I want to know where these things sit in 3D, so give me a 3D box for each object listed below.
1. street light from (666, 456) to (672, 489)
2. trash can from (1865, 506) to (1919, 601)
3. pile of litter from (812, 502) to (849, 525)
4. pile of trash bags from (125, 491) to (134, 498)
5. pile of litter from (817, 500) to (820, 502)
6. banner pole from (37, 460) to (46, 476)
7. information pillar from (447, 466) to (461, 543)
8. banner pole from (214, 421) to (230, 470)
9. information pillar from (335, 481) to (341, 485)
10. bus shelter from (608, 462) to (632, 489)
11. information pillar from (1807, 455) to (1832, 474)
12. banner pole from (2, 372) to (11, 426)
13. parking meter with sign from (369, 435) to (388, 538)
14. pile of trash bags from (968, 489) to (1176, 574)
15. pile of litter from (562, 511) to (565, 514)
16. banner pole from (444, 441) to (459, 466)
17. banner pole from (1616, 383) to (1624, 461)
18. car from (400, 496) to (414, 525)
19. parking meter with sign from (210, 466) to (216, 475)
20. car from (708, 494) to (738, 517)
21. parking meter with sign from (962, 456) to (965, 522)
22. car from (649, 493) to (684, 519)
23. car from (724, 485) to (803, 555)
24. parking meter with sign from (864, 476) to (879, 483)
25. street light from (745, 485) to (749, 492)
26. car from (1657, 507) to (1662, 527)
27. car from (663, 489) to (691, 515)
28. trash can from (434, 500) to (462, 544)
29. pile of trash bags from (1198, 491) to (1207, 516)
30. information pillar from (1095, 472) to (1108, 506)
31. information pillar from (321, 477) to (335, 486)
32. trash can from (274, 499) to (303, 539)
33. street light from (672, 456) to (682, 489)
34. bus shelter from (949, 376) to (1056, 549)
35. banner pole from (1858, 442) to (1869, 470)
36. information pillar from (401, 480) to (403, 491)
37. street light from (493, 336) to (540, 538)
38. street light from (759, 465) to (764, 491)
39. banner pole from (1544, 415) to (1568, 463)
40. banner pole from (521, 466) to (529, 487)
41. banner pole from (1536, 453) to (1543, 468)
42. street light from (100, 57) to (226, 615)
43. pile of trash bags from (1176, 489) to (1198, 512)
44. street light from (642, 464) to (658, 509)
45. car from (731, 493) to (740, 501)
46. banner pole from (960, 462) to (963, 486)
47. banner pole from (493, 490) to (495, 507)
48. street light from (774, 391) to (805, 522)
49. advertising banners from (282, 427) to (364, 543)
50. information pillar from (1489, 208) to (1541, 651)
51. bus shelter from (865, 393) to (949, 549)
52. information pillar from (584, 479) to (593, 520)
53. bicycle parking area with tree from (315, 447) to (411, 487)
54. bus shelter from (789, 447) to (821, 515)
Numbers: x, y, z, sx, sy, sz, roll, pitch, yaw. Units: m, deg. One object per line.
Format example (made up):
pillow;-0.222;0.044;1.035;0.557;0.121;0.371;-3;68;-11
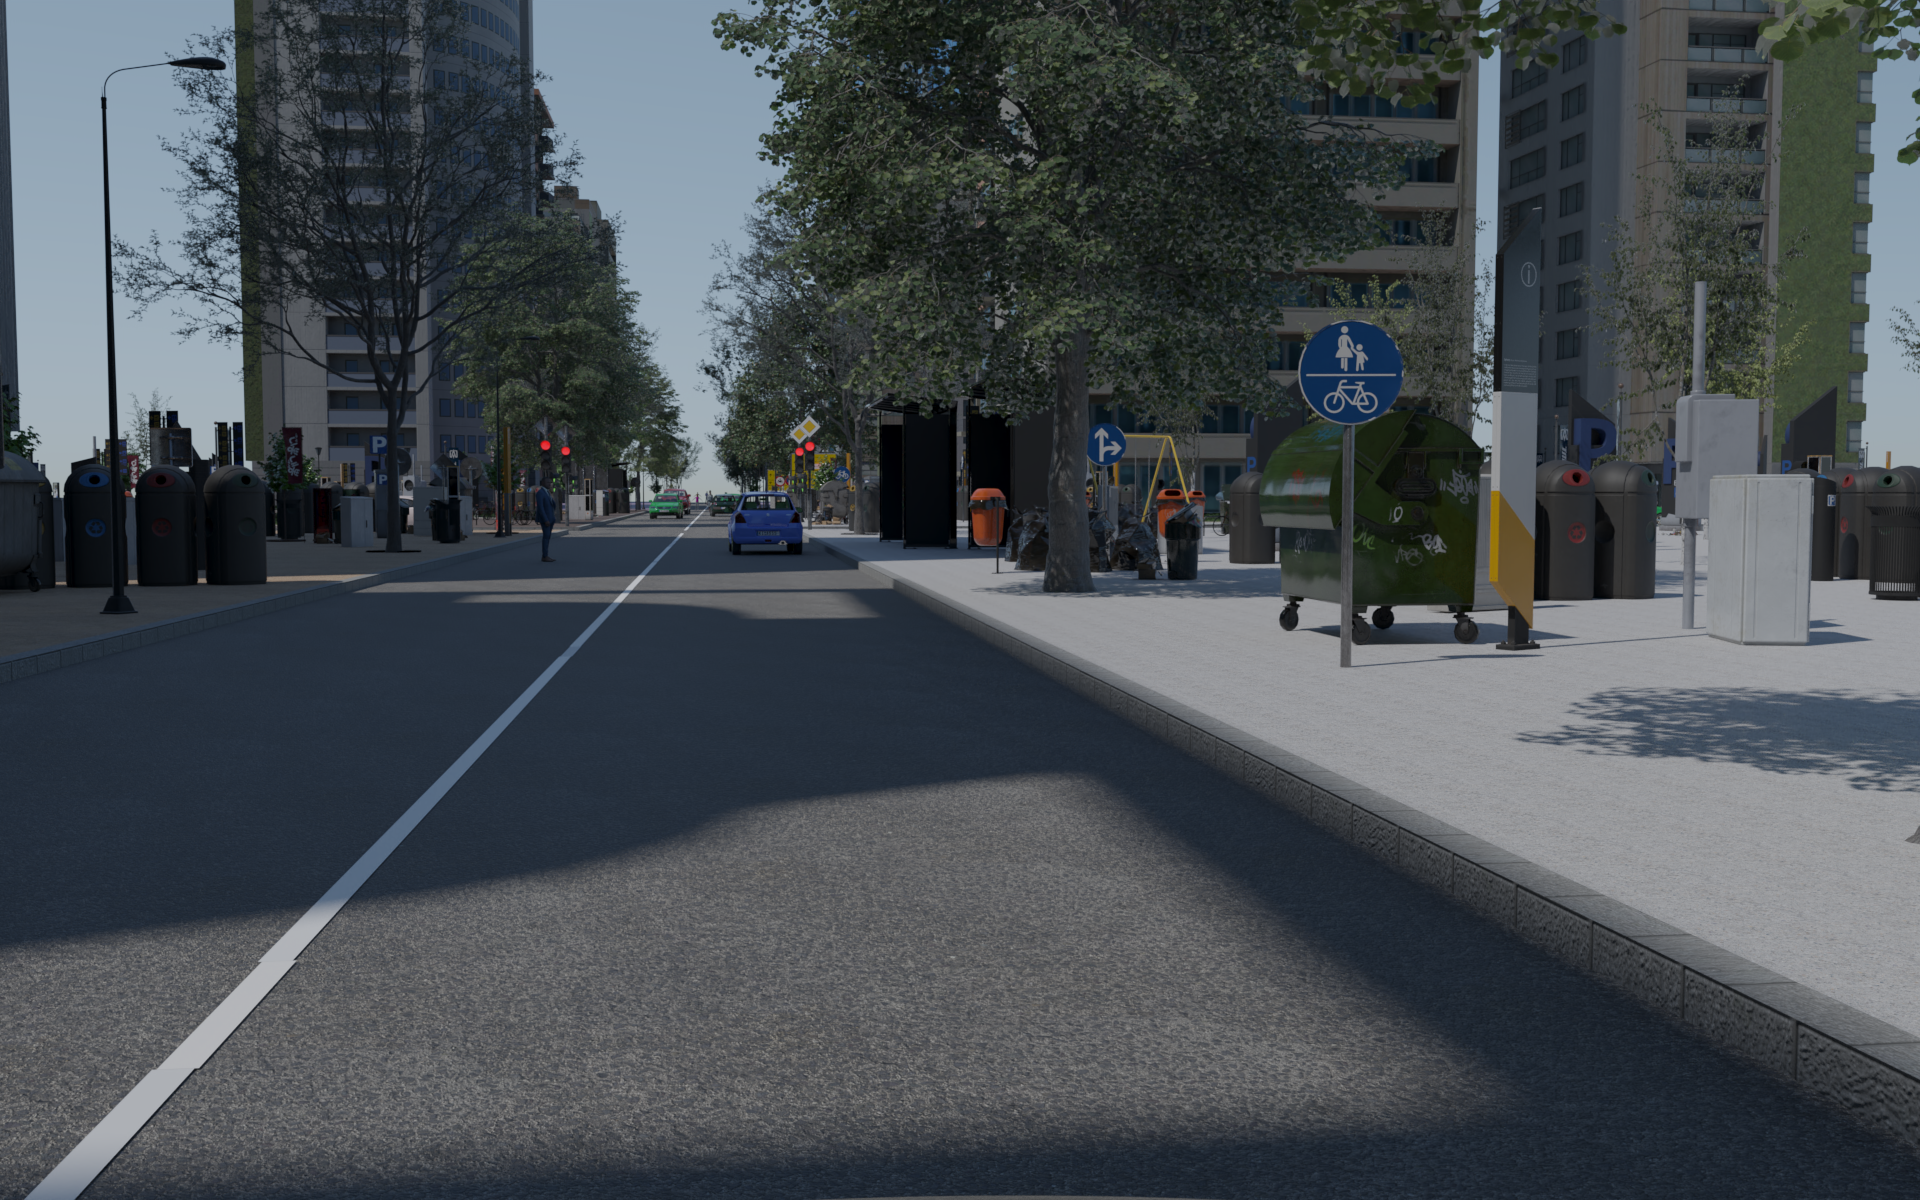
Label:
street light;-30.541;-12.543;177.616;1.470;5.913;1.316;0;4;-8
trash can;11.372;-0.571;20.994;0.748;1.137;0.748;0;3;0
pile of litter;-5.457;-3.575;72.412;1.719;0.858;1.176;0;4;4
pile of trash bags;-49.481;-5.872;105.759;3.447;1.369;1.912;3;5;44
pile of litter;-11.525;-7.643;138.933;1.719;0.858;1.176;-2;4;-28
banner pole;-66.967;-8.334;126.277;0.401;3.779;0.863;1;4;22
information pillar;-13.357;-2.520;45.700;0.304;2.012;0.304;-1;4;-12
banner pole;-25.345;-4.248;59.477;0.863;3.779;0.401;2;4;25
information pillar;-36.273;-5.902;100.994;0.304;2.012;0.304;3;4;38
bus shelter;-25.489;-8.435;129.189;1.731;3.624;6.357;0;4;-8
information pillar;16.336;-1.742;32.970;0.304;2.012;0.304;-1;4;-21
banner pole;-19.294;-2.753;35.023;0.401;3.779;0.863;-3;5;-44
parking meter with sign;-16.984;-3.339;50.862;0.543;3.016;1.738;-1;4;-21
pile of trash bags;1.624;-1.168;28.850;3.447;1.369;1.912;-2;4;-35
pile of litter;-24.812;-5.841;109.460;1.176;0.858;1.719;-2;4;-23
banner pole;-24.011;-5.606;81.675;0.863;3.779;0.401;0;4;4
banner pole;14.797;-2.993;38.945;0.401;3.779;0.863;2;4;28
car;-20.817;-3.117;63.324;4.827;1.381;2.083;0;4;-8
parking meter with sign;-46.820;-6.920;109.404;0.543;3.016;1.738;-1;4;-10
car;-15.073;-6.167;110.609;2.009;1.686;4.222;-1;4;-10
parking meter with sign;-0.668;-5.045;78.754;1.738;3.016;0.543;0;4;-6
car;-17.090;-5.631;100.855;1.959;1.807;4.718;0;4;-6
car;-4.775;-1.995;42.209;1.945;1.707;3.694;-1;4;-9
parking meter with sign;-3.676;-4.692;72.982;1.738;3.016;0.543;-3;5;-39
street light;-18.475;-11.166;155.110;1.470;5.913;1.316;0;4;-8
car;26.590;-3.738;69.914;4.718;1.807;1.959;-1;4;-8
car;-20.017;-6.911;121.662;2.281;1.827;5.304;0;4;-6
trash can;-13.315;-2.043;45.059;0.748;1.137;0.748;0;3;0
pile of trash bags;5.471;-2.465;50.056;3.447;1.369;1.912;-1;4;-14
information pillar;4.625;-3.188;56.616;0.304;2.012;0.304;-2;4;-25
information pillar;-27.482;-4.321;75.143;0.304;2.012;0.304;1;4;10
trash can;-18.722;-2.243;48.326;0.748;1.137;0.748;0;3;0
street light;-37.367;-15.549;226.769;1.470;5.913;1.316;0;4;-8
bus shelter;1.091;-2.812;37.267;1.731;3.624;6.357;0;4;-8
banner pole;43.286;-5.689;83.030;0.863;3.779;0.401;-2;4;-28
information pillar;-29.754;-5.408;92.908;0.304;2.012;0.304;-2;4;-34
street light;-13.054;-4.801;51.040;1.470;5.913;1.316;0;4;-8
street light;-12.448;-8.513;111.729;1.470;5.913;1.316;0;4;-8
banner pole;19.063;-3.973;54.979;0.863;3.779;0.401;-2;4;-31
banner pole;-32.599;-8.549;129.793;0.863;3.779;0.401;-2;4;-34
banner pole;31.291;-6.312;93.219;0.863;3.779;0.401;-1;4;-23
street light;-8.500;-2.811;18.497;1.470;5.913;1.316;0;4;-8
pile of trash bags;2.570;-1.397;32.601;3.447;1.369;1.912;0;4;0
street light;-25.999;-10.558;145.167;1.470;5.913;1.316;0;4;-8
car;-16.699;-7.202;126.548;1.959;1.807;4.718;0;4;-8
banner pole;0.407;-7.964;120.235;0.863;3.779;0.401;-1;4;-12
banner pole;-36.852;-8.985;136.914;0.401;3.779;0.863;-1;4;-17
street light;-7.719;-6.462;78.193;1.470;5.913;1.316;0;4;-8
advertising banners;-16.623;-2.998;45.210;2.074;3.025;0.090;0;4;-2
information pillar;4.546;-1.395;14.163;0.504;3.616;0.183;-2;4;-35
bus shelter;-1.247;-3.187;43.388;1.731;3.624;6.357;0;4;-8
information pillar;-18.173;-4.913;84.824;0.304;2.012;0.304;1;4;15
bicycle parking area with tree;-36.779;-7.321;106.699;8.231;4.147;9.016;0;4;-1
bus shelter;-10.512;-8.688;119.674;2.179;5.291;8.768;0;4;-8
